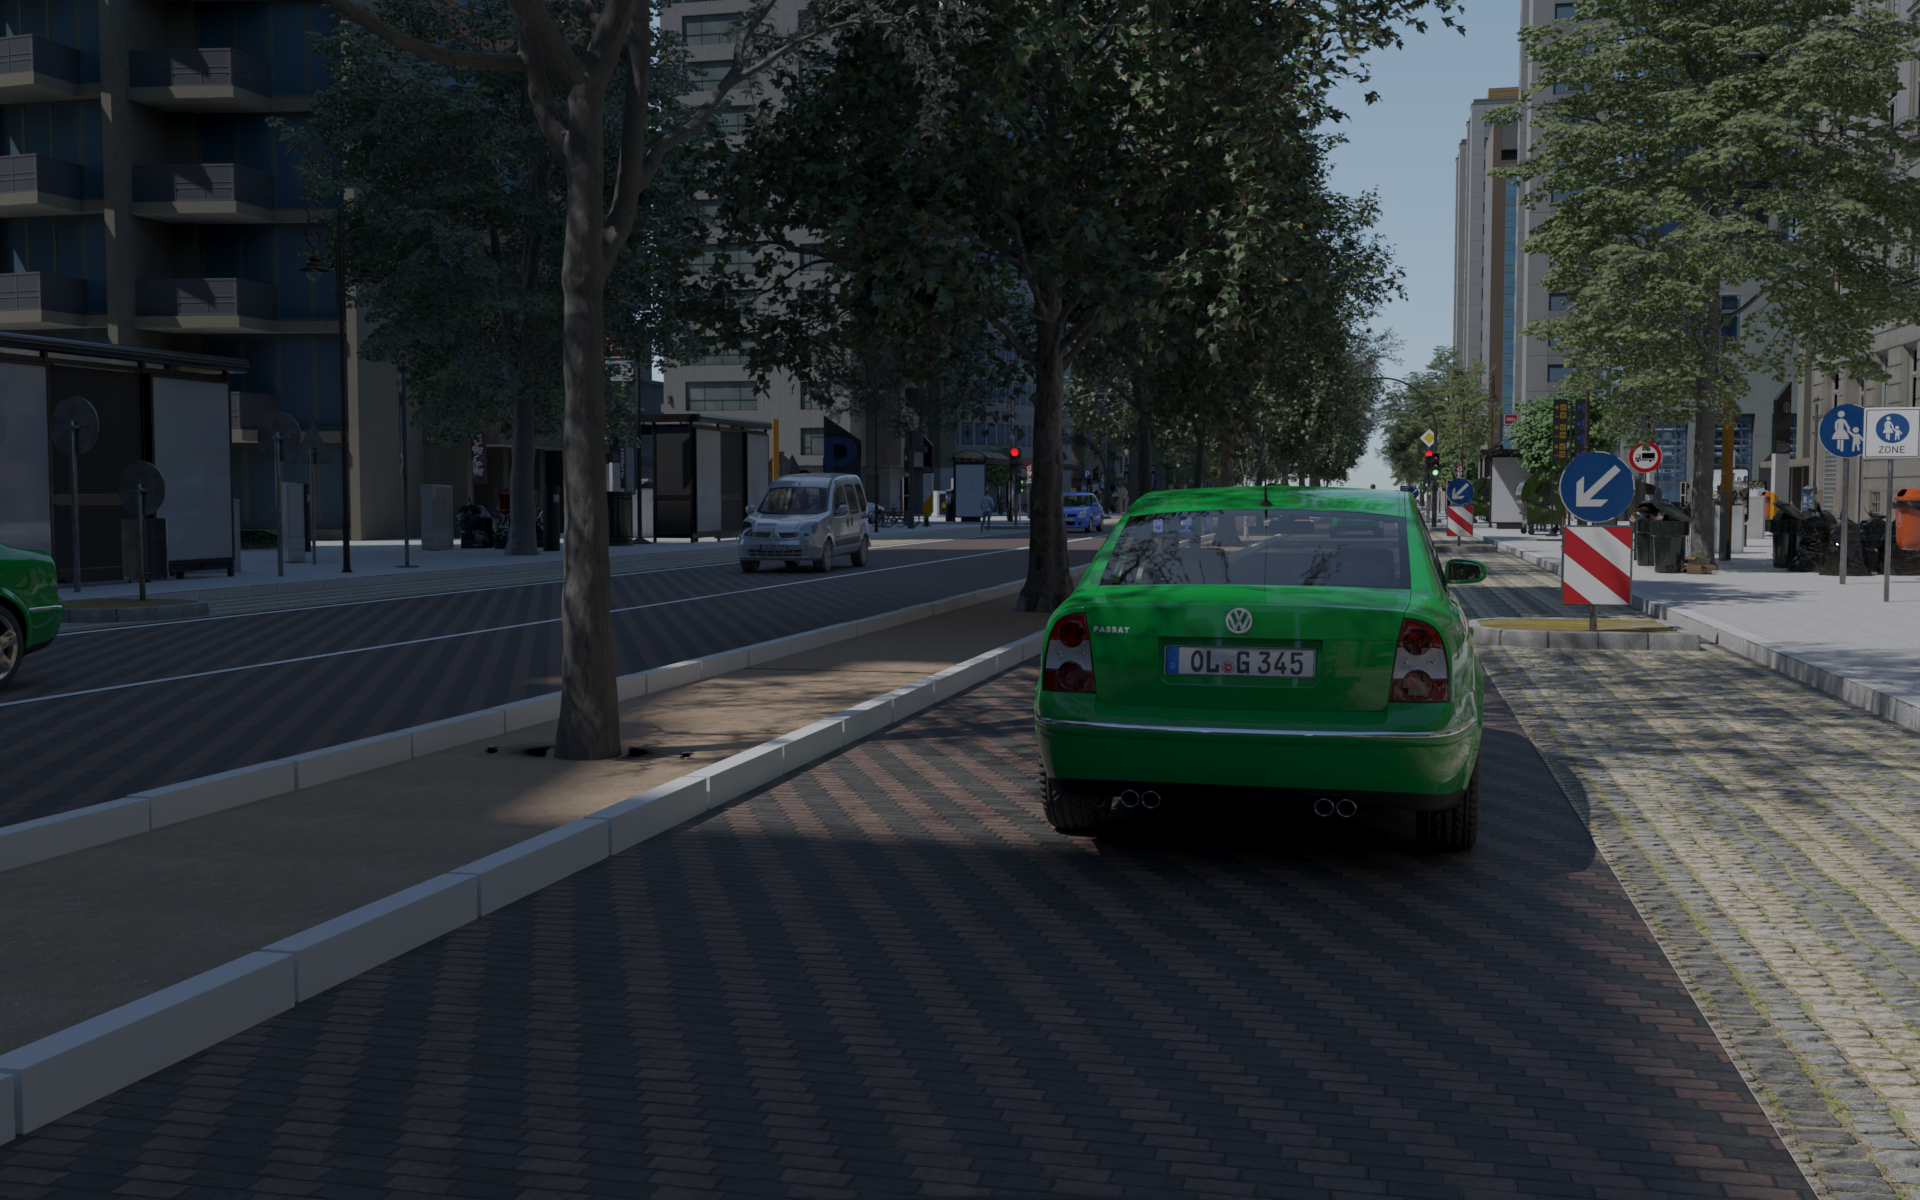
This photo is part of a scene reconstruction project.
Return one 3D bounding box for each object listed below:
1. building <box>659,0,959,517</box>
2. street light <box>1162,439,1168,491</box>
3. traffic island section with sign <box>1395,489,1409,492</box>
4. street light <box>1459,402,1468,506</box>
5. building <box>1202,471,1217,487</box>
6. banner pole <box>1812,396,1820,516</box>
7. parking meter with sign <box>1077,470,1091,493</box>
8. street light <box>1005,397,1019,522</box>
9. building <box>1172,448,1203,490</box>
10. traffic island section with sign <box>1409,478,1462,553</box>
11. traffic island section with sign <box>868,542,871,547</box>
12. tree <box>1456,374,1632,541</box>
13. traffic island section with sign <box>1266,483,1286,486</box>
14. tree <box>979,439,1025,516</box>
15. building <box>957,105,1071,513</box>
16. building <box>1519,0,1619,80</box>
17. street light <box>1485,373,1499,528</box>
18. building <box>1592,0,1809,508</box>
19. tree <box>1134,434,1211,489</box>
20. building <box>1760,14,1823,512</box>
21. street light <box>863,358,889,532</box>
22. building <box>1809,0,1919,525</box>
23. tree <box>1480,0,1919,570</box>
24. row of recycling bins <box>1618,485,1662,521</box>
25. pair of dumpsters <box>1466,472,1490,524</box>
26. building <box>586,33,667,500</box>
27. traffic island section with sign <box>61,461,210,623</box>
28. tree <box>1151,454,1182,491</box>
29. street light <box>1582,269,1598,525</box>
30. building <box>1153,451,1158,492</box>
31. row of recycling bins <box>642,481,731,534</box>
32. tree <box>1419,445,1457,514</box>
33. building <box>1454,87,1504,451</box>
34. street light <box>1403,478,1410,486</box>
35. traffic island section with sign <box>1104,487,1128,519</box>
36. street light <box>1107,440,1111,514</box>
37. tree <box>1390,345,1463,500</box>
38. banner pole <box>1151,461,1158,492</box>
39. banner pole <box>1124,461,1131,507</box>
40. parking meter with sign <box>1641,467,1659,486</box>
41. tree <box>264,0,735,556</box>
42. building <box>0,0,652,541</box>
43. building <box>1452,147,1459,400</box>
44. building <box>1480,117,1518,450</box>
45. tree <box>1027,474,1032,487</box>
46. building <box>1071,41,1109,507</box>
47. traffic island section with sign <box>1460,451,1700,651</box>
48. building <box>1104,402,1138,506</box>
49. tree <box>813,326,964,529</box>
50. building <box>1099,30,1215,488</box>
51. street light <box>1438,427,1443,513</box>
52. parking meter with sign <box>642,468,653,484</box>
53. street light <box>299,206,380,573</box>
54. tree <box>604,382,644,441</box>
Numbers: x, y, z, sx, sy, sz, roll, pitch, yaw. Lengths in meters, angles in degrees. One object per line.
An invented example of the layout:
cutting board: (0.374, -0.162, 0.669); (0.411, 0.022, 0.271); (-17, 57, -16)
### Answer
building: (-8.474, -20.212, 102.170); (14.160, 30.474, 14.107); (1, 4, 13)
street light: (16.488, -10.130, 138.417); (0.468, 5.910, 1.993); (1, 4, 13)
traffic island section with sign: (25.123, -5.377, 96.536); (1.989, 1.847, 2.006); (1, 4, 13)
street light: (25.249, -6.988, 87.035); (0.468, 5.910, 1.993); (1, 4, 13)
building: (31.495, -27.482, 294.371); (27.650, 21.520, 28.899); (1, 4, 13)
banner pole: (21.818, -3.315, 44.213); (0.401, 3.779, 0.863); (2, 4, 27)
parking meter with sign: (8.983, -8.068, 128.176); (0.543, 3.016, 1.738); (-2, 4, -27)
street light: (2.332, -6.510, 79.221); (0.468, 5.910, 1.993); (1, 4, 13)
building: (27.688, -29.363, 251.782); (14.160, 30.474, 14.107); (1, 4, 13)
traffic island section with sign: (12.275, -2.105, 43.041); (1.989, 1.847, 2.006); (1, 4, 13)
traffic island section with sign: (-3.493, -2.336, 46.826); (1.989, 1.847, 2.006); (1, 4, 13)
tree: (16.652, -3.896, 47.415); (4.285, 4.588, 4.351); (0, 3, 0)
traffic island section with sign: (14.074, -4.143, 75.879); (2.006, 1.907, 1.989); (1, 4, 13)
tree: (2.476, -7.334, 103.616); (4.285, 4.588, 4.351); (0, 3, 0)
building: (-4.294, -35.978, 130.244); (21.231, 58.520, 28.212); (1, 4, 13)
building: (61.564, -37.631, 157.261); (21.231, 58.520, 28.212); (1, 4, 13)
street light: (20.277, -5.704, 66.044); (0.468, 5.910, 1.993); (1, 4, 13)
building: (56.287, -49.668, 124.741); (22.319, 86.520, 31.000); (1, 4, 13)
tree: (17.791, -14.099, 148.653); (7.486, 12.596, 7.792); (0, 3, 0)
building: (56.088, -26.308, 84.753); (28.867, 44.769, 22.147); (1, 4, 13)
street light: (-2.810, -5.212, 58.009); (0.468, 5.910, 1.993); (1, 4, 13)
building: (30.985, -12.616, 39.561); (16.112, 22.955, 30.059); (1, 4, 13)
tree: (12.610, -6.759, 28.644); (7.486, 12.596, 7.792); (0, 3, 0)
row of recycling bins: (31.451, -4.533, 81.234); (1.069, 1.692, 3.534); (-2, 4, -25)
pair of dumpsters: (23.199, -4.549, 76.877); (1.574, 2.255, 4.437); (1, 4, 14)
building: (-34.787, -31.725, 107.938); (27.495, 52.752, 28.713); (1, 4, 13)
traffic island section with sign: (-9.919, -0.703, 20.115); (1.989, 1.847, 2.006); (1, 4, 13)
tree: (16.435, -9.661, 141.665); (4.285, 4.588, 4.351); (0, 3, 0)
street light: (12.919, -3.846, 35.676); (0.468, 5.910, 1.993); (1, 4, 13)
building: (16.894, -31.819, 203.835); (14.154, 41.232, 14.086); (1, 4, 13)
row of recycling bins: (-8.231, -2.857, 53.820); (3.534, 1.692, 1.069); (-2, 4, -24)
tree: (28.607, -7.067, 99.254); (4.285, 4.588, 4.351); (0, 3, 0)
building: (85.419, -43.676, 256.107); (21.231, 58.520, 28.212); (1, 4, 13)
street light: (62.384, -16.432, 241.457); (0.468, 5.910, 1.993); (1, 4, 13)
traffic island section with sign: (9.411, -5.622, 100.553); (1.989, 1.847, 2.006); (1, 4, 13)
street light: (9.295, -8.317, 108.769); (0.468, 5.910, 1.993); (1, 4, 13)
tree: (37.150, -13.087, 132.103); (7.486, 12.596, 7.792); (0, 3, 0)
banner pole: (14.603, -8.563, 130.014); (0.401, 3.779, 0.863); (-3, 5, -45)
banner pole: (12.726, -8.638, 131.245); (0.401, 3.779, 0.863); (-3, 5, -44)
parking meter with sign: (37.552, -6.069, 95.491); (1.738, 3.016, 0.543); (2, 4, 25)
tree: (-9.226, -7.919, 36.123); (9.857, 13.997, 8.962); (0, 3, 0)
building: (-26.419, -24.514, 55.429); (28.867, 44.769, 22.147); (1, 4, 13)
building: (91.660, -45.356, 283.571); (21.231, 58.520, 28.212); (1, 4, 13)
building: (68.763, -33.790, 202.577); (14.600, 45.320, 14.200); (1, 4, 13)
tree: (4.413, -5.698, 87.763); (1.663, 3.219, 1.824); (0, 3, 0)
building: (6.088, -31.311, 162.051); (14.600, 45.320, 14.200); (1, 4, 13)
traffic island section with sign: (5.972, -0.501, 16.826); (1.989, 1.847, 2.006); (1, 4, 13)
building: (5.141, -20.800, 185.124); (27.650, 21.520, 28.899); (1, 4, 13)
tree: (-1.985, -7.900, 63.584); (8.767, 10.594, 7.601); (2, 4, 24)
building: (29.012, -50.752, 268.041); (20.563, 71.187, 20.611); (1, 4, 13)
street light: (32.546, -8.842, 117.347); (0.468, 5.910, 1.993); (1, 4, 13)
parking meter with sign: (-15.498, -5.504, 86.257); (0.543, 3.016, 1.738); (-3, 5, -39)
street light: (-10.025, -3.385, 28.140); (0.468, 5.910, 1.993); (1, 4, 13)
tree: (-19.951, -9.015, 97.754); (4.737, 8.622, 4.395); (0, 3, 0)
